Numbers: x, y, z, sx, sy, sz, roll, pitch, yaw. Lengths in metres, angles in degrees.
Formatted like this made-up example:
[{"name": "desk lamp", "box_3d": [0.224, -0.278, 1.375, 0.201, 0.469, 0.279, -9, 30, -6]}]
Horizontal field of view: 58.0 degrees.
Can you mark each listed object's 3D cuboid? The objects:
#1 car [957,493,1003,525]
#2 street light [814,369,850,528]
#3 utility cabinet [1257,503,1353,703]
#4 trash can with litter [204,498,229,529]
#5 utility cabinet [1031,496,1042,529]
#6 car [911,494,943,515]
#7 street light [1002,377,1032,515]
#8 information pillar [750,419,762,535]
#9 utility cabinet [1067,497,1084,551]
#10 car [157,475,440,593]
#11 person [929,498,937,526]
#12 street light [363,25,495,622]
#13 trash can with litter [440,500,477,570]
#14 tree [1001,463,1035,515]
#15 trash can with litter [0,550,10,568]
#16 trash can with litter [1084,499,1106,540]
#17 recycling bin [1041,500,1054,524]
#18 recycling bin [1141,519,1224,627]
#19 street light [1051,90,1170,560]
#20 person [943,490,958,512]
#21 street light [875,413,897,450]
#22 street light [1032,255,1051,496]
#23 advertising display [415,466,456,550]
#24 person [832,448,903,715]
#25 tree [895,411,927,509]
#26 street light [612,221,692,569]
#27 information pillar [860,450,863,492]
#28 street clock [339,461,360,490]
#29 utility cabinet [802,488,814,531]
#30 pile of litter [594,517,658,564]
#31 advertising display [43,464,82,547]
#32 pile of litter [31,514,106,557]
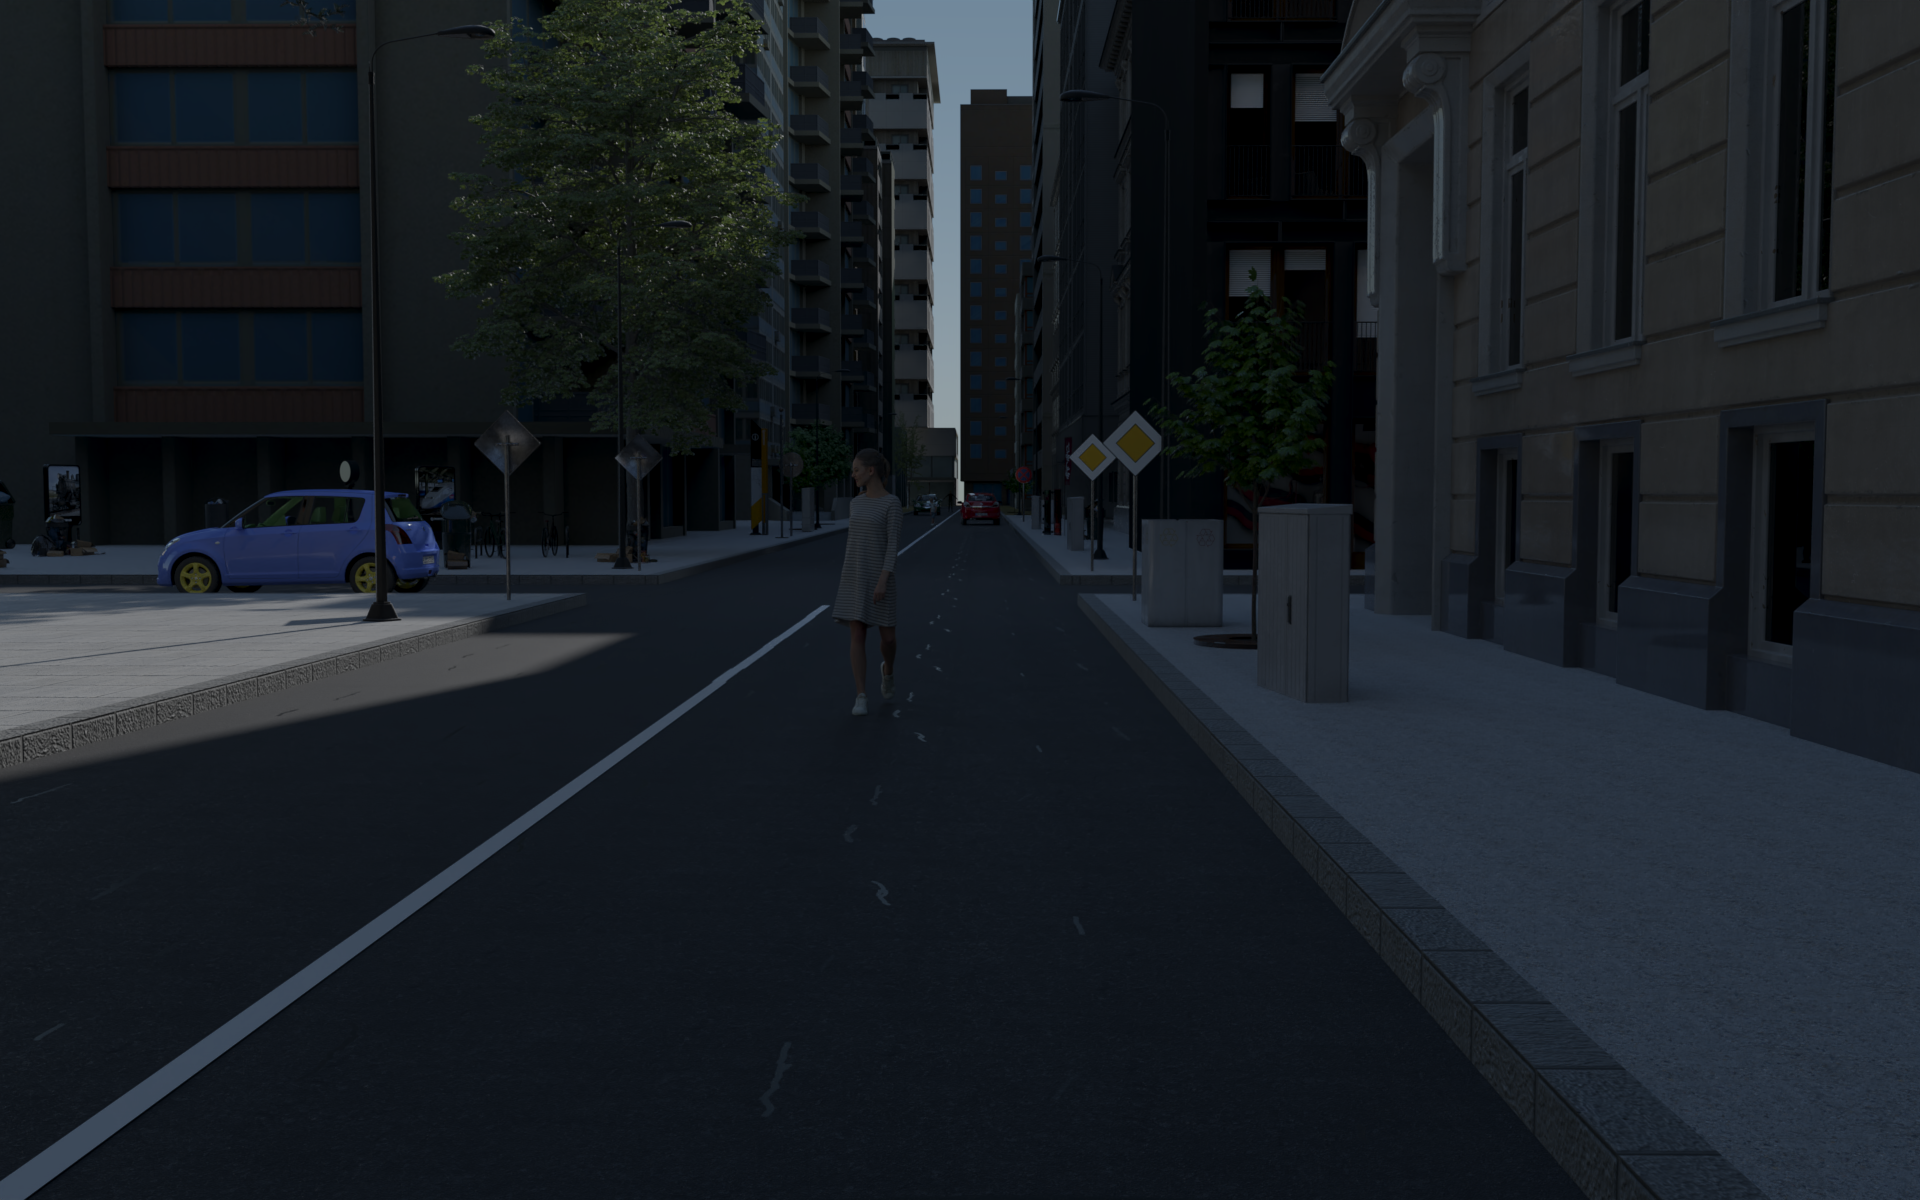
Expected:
[{"name": "car", "box_3d": [0.944, -4.420, 81.315, 2.155, 1.783, 4.494, 0, 4, -1]}, {"name": "street light", "box_3d": [-4.787, -5.628, 64.563, 1.470, 5.913, 1.316, 0, 4, 1]}, {"name": "utility cabinet", "box_3d": [2.186, 0.003, 11.109, 0.306, 1.237, 1.020, 0, 4, -7]}, {"name": "trash can with litter", "box_3d": [-14.767, -1.468, 35.065, 2.233, 1.210, 1.678, 1, 4, 12]}, {"name": "utility cabinet", "box_3d": [2.818, -3.206, 63.577, 0.306, 1.237, 1.020, 0, 4, 8]}, {"name": "car", "box_3d": [-2.243, -6.519, 118.388, 2.131, 1.459, 4.920, 0, 4, 0]}, {"name": "street light", "box_3d": [2.519, -5.906, 69.097, 1.470, 5.913, 1.316, 0, 4, 1]}, {"name": "information pillar", "box_3d": [-6.324, -3.843, 54.189, 0.504, 3.616, 0.183, -1, 4, -20]}, {"name": "utility cabinet", "box_3d": [2.630, -1.738, 39.581, 0.306, 1.237, 1.020, 0, 4, -2]}, {"name": "car", "box_3d": [-9.228, -0.893, 24.186, 3.694, 1.707, 1.945, 0, 4, 0]}, {"name": "person", "box_3d": [-1.220, -4.003, 78.628, 0.352, 1.250, 0.332, 0, 4, -7]}, {"name": "street light", "box_3d": [-5.308, -2.740, 17.334, 1.470, 5.913, 1.316, 0, 4, 1]}, {"name": "trash can with litter", "box_3d": [-8.600, -1.127, 29.810, 0.624, 1.170, 1.055, -1, 4, -19]}, {"name": "tree", "box_3d": [3.860, -7.584, 118.594, 1.663, 3.219, 1.824, 0, 3, 0]}, {"name": "trash can with litter", "box_3d": [-16.890, -1.126, 29.793, 0.624, 1.170, 1.055, 0, 4, 0]}, {"name": "trash can with litter", "box_3d": [3.546, -2.267, 48.459, 1.055, 1.170, 0.624, 2, 4, 30]}, {"name": "recycling bin", "box_3d": [3.764, -3.822, 75.051, 0.722, 1.027, 0.722, 1, 4, 11]}, {"name": "recycling bin", "box_3d": [2.174, -0.271, 16.989, 0.722, 1.027, 0.722, 0, 3, 0]}, {"name": "street light", "box_3d": [1.845, -2.908, 20.085, 1.470, 5.913, 1.316, 0, 4, 1]}, {"name": "person", "box_3d": [-0.754, -7.930, 138.672, 1.217, 1.766, 0.721, 0, 4, 4]}, {"name": "street light", "box_3d": [-4.314, -7.756, 99.357, 1.470, 5.913, 1.316, 0, 4, 1]}, {"name": "street light", "box_3d": [2.207, -3.750, 33.850, 1.470, 5.913, 1.316, 0, 4, 1]}, {"name": "advertising display", "box_3d": [-12.042, -2.116, 39.809, 0.123, 1.923, 0.974, 3, 5, 41]}, {"name": "person", "box_3d": [-0.596, -0.138, 11.511, 0.466, 1.731, 0.760, 0, 4, 4]}, {"name": "tree", "box_3d": [-4.634, -12.345, 152.205, 4.737, 8.622, 4.395, 0, 3, 0]}, {"name": "street light", "box_3d": [-5.259, -3.489, 29.583, 1.470, 5.913, 1.316, 0, 4, 1]}, {"name": "information pillar", "box_3d": [-5.199, -6.115, 91.333, 0.183, 3.616, 0.504, 0, 4, 2]}, {"name": "street clock", "box_3d": [-13.201, -2.014, 37.501, 0.471, 2.002, 0.358, 3, 5, 41]}, {"name": "utility cabinet", "box_3d": [-5.194, -3.084, 59.095, 0.318, 1.500, 1.173, 0, 4, 2]}, {"name": "pile of litter", "box_3d": [-6.313, -1.146, 32.701, 1.176, 0.858, 1.719, -1, 4, -10]}, {"name": "advertising display", "box_3d": [-19.541, -1.989, 37.727, 0.123, 1.923, 0.974, 1, 4, 14]}, {"name": "pile of litter", "box_3d": [-18.593, -1.356, 36.132, 1.176, 0.858, 1.719, 2, 4, 29]}]
